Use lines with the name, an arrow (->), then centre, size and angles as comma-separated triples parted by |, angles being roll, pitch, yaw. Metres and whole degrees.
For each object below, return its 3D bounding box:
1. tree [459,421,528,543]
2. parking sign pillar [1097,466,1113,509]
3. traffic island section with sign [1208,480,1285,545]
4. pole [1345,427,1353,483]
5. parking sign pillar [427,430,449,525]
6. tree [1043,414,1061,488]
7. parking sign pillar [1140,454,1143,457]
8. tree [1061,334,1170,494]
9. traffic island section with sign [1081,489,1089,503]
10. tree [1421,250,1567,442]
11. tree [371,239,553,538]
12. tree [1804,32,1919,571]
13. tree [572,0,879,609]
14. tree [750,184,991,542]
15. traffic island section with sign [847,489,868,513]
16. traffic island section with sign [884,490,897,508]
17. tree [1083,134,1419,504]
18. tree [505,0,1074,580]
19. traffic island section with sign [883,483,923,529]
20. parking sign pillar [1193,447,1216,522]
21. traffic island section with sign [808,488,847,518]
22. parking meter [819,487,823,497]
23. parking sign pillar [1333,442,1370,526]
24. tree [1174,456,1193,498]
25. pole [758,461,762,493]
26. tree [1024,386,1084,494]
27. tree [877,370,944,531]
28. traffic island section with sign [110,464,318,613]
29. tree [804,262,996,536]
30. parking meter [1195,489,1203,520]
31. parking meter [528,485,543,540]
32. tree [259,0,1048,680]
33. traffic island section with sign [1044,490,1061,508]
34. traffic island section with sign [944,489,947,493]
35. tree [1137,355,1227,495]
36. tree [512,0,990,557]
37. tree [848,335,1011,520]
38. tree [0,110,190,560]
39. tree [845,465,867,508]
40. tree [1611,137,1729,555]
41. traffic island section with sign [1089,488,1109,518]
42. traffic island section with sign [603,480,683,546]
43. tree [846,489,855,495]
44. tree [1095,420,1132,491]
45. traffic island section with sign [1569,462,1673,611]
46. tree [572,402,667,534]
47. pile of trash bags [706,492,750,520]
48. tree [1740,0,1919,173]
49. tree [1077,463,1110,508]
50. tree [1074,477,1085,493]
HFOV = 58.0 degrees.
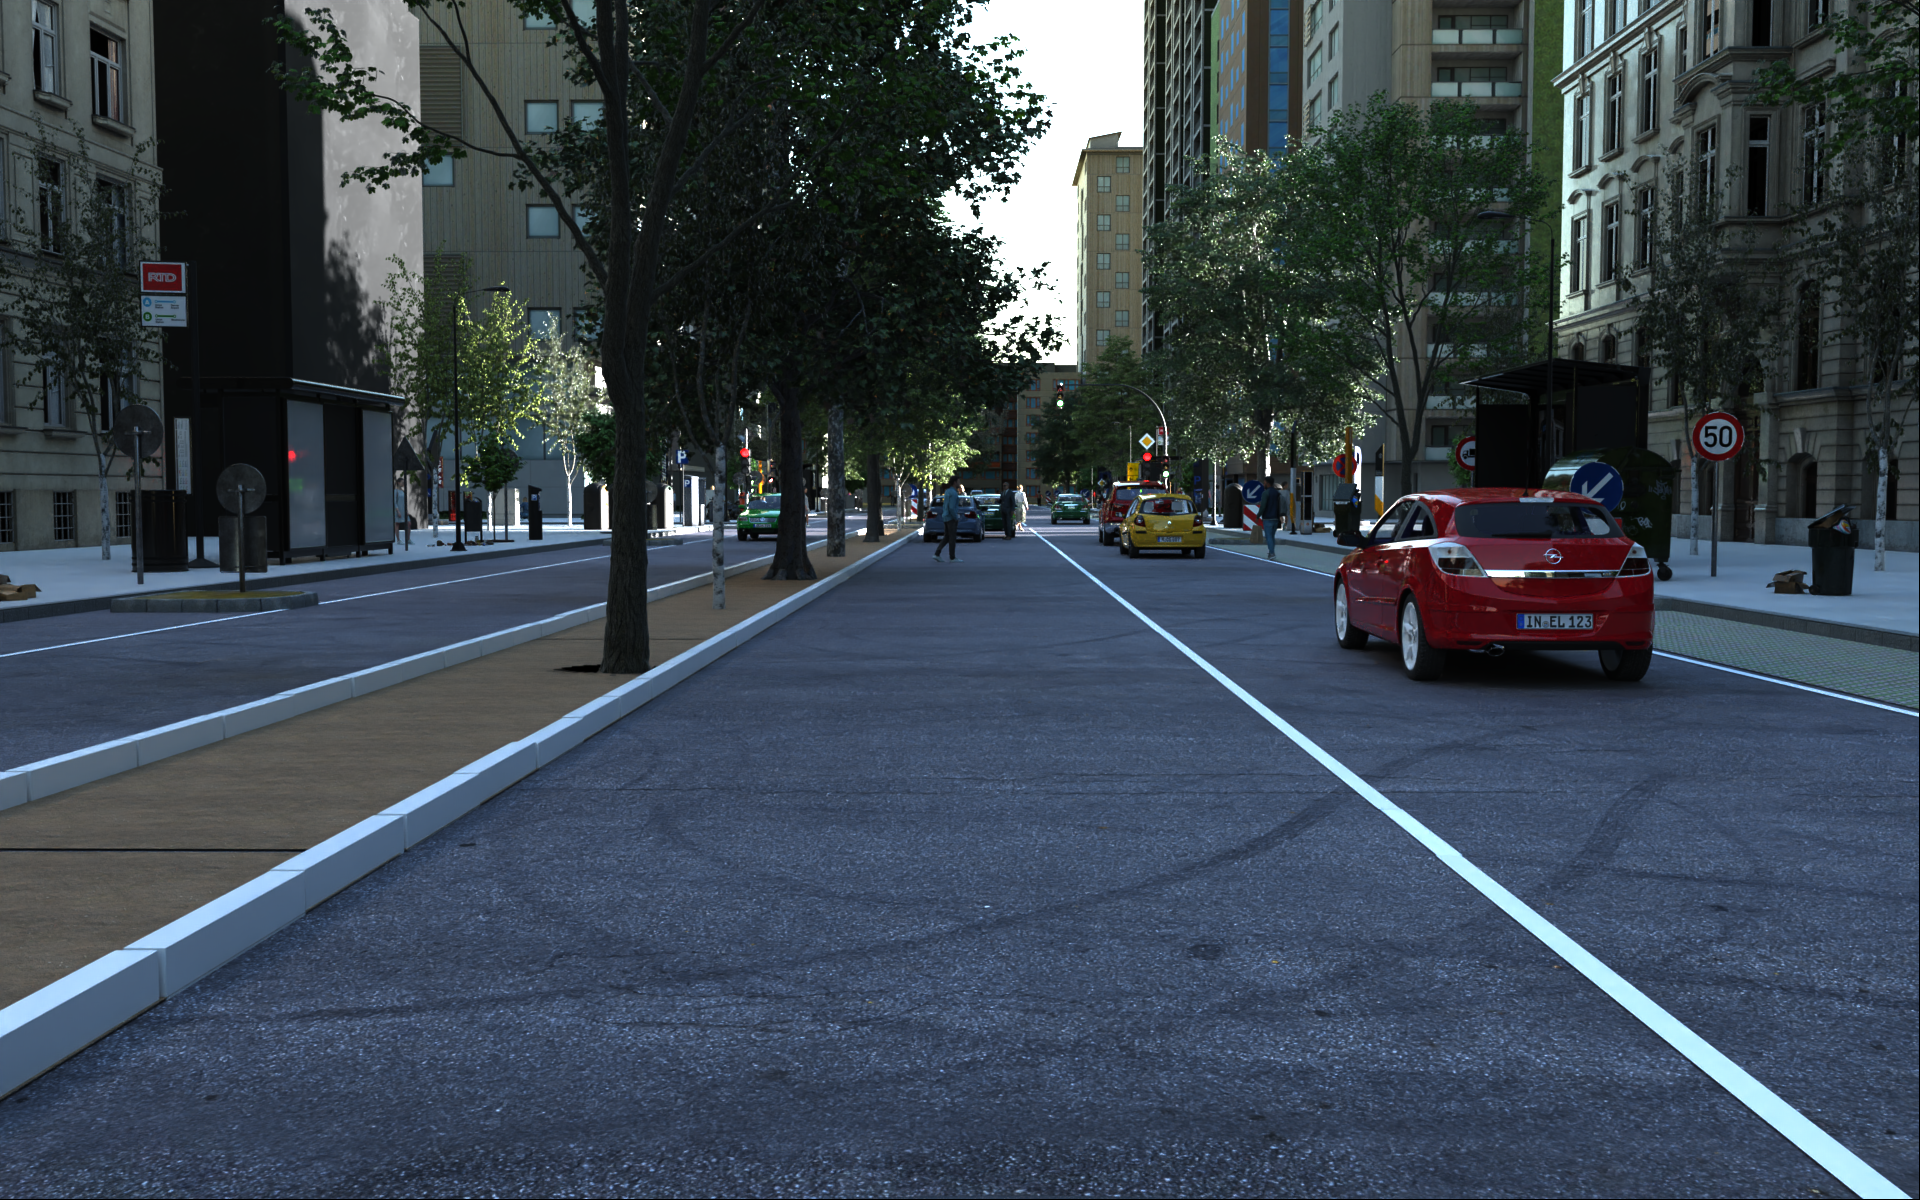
tree -> -12.593, -3.160, 46.266 | 1.663, 3.219, 1.824 | 0, 3, 0
parking sign pillar -> 12.348, -9.700, 147.059 | 1.447, 3.967, 1.447 | -1, 4, -11
traffic island section with sign -> 8.141, -2.492, 49.377 | 1.989, 1.847, 2.006 | 0, 4, 1
pole -> 11.878, -3.616, 52.965 | 0.158, 3.312, 0.155 | 0, 3, 0
parking sign pillar -> -22.070, -5.116, 72.125 | 1.447, 3.967, 1.447 | 0, 4, -4
tree -> 14.435, -19.132, 230.927 | 7.486, 12.596, 7.792 | 0, 3, 0
parking sign pillar -> 11.879, -7.816, 116.262 | 1.447, 3.967, 1.447 | 2, 4, 30
tree -> 11.444, -12.573, 123.699 | 7.486, 12.596, 7.792 | 0, 3, 0
traffic island section with sign -> 9.367, -7.500, 131.256 | 1.989, 1.847, 2.006 | 0, 4, 1
tree -> 15.910, -6.156, 51.006 | 4.360, 8.622, 3.978 | 0, 3, 0
tree -> -15.395, -6.159, 51.065 | 4.737, 8.622, 4.395 | 0, 3, 0
tree -> 15.558, -4.784, 28.585 | 4.360, 8.622, 3.978 | 0, 3, 0
tree -> -3.000, -4.197, 21.438 | 4.360, 8.622, 3.978 | 0, 3, 0
tree -> -2.711, -8.014, 51.607 | 7.486, 12.596, 7.792 | 0, 3, 0
traffic island section with sign -> -7.653, -7.522, 131.615 | 1.989, 1.847, 2.006 | 0, 4, 1
traffic island section with sign -> -6.899, -10.613, 182.154 | 1.989, 1.847, 2.006 | 0, 4, 1
tree -> 10.998, -9.488, 61.787 | 9.857, 13.997, 8.962 | 0, 3, 0
tree -> -2.823, -6.686, 28.780 | 9.611, 12.733, 9.660 | 0, 3, 0
traffic island section with sign -> -2.356, -3.905, 71.987 | 2.006, 1.907, 1.989 | 0, 4, 1
parking sign pillar -> 11.256, -5.653, 80.901 | 1.447, 3.967, 1.447 | 1, 4, 22
traffic island section with sign -> -8.063, -5.859, 104.430 | 1.989, 1.847, 2.006 | 0, 4, 1
parking meter -> -11.088, -8.116, 138.414 | 0.255, 1.863, 0.399 | -3, 5, -42
parking sign pillar -> 16.014, -5.032, 70.739 | 1.447, 3.967, 1.447 | 2, 4, 27
tree -> 11.019, -5.441, 83.561 | 1.663, 3.219, 1.824 | 0, 3, 0
pole -> -12.168, -6.823, 105.391 | 0.158, 3.312, 0.155 | 0, 3, 0
tree -> 12.397, -18.020, 201.278 | 9.857, 13.997, 8.962 | 0, 3, 0
tree -> -2.325, -6.973, 66.829 | 4.737, 8.622, 4.395 | 0, 3, 0
traffic island section with sign -> -9.292, -0.811, 21.893 | 1.989, 1.847, 2.006 | 0, 4, 1
tree -> -2.700, -7.488, 59.297 | 8.767, 10.594, 7.601 | 0, 4, 1
parking meter -> 10.978, -4.354, 79.596 | 0.372, 1.533, 0.369 | 0, 3, 0
parking meter -> -11.897, -2.453, 48.522 | 0.372, 1.533, 0.369 | 0, 3, 0
tree -> -2.568, -5.211, 13.415 | 9.928, 11.665, 9.643 | 0, 3, 0
traffic island section with sign -> 10.104, -10.604, 181.997 | 1.989, 1.847, 2.006 | 0, 4, 1
traffic island section with sign -> -1.127, -8.953, 154.523 | 2.006, 1.907, 1.989 | 0, 4, 1
tree -> 11.643, -8.490, 89.177 | 4.360, 8.622, 3.978 | 0, 3, 0
tree -> -4.027, -11.096, 39.761 | 12.611, 20.169, 13.585 | 0, 3, 0
tree -> -1.710, -12.347, 114.697 | 12.009, 13.543, 11.850 | 0, 3, 0
tree -> -16.745, -5.078, 33.384 | 4.360, 8.622, 3.978 | 0, 3, 0
tree -> -9.826, -10.919, 162.244 | 4.285, 4.588, 4.351 | 0, 3, 0
tree -> 15.415, -5.232, 35.903 | 4.360, 8.622, 3.978 | 0, 3, 0
traffic island section with sign -> 8.958, -5.843, 104.168 | 1.989, 1.847, 2.006 | 0, 4, 1
traffic island section with sign -> -8.891, -2.460, 48.845 | 1.989, 1.847, 2.006 | 0, 4, 1
tree -> -10.469, -10.777, 170.805 | 1.663, 3.219, 1.824 | 0, 3, 0
tree -> 12.579, -11.652, 140.880 | 4.360, 8.622, 3.978 | 0, 3, 0
traffic island section with sign -> 7.735, -0.823, 22.087 | 1.989, 1.847, 2.006 | 0, 4, 1
tree -> -11.090, -4.469, 56.789 | 4.285, 4.588, 4.351 | 0, 3, 0
pile of trash bags -> -11.278, -4.646, 85.711 | 1.912, 1.369, 3.447 | -2, 4, -33
tree -> 10.202, -5.423, 14.428 | 9.928, 11.665, 9.643 | 0, 3, 0
tree -> 12.549, -10.874, 161.508 | 4.285, 4.588, 4.351 | 0, 3, 0
tree -> 12.415, -11.094, 175.991 | 1.663, 3.219, 1.824 | 0, 3, 0
